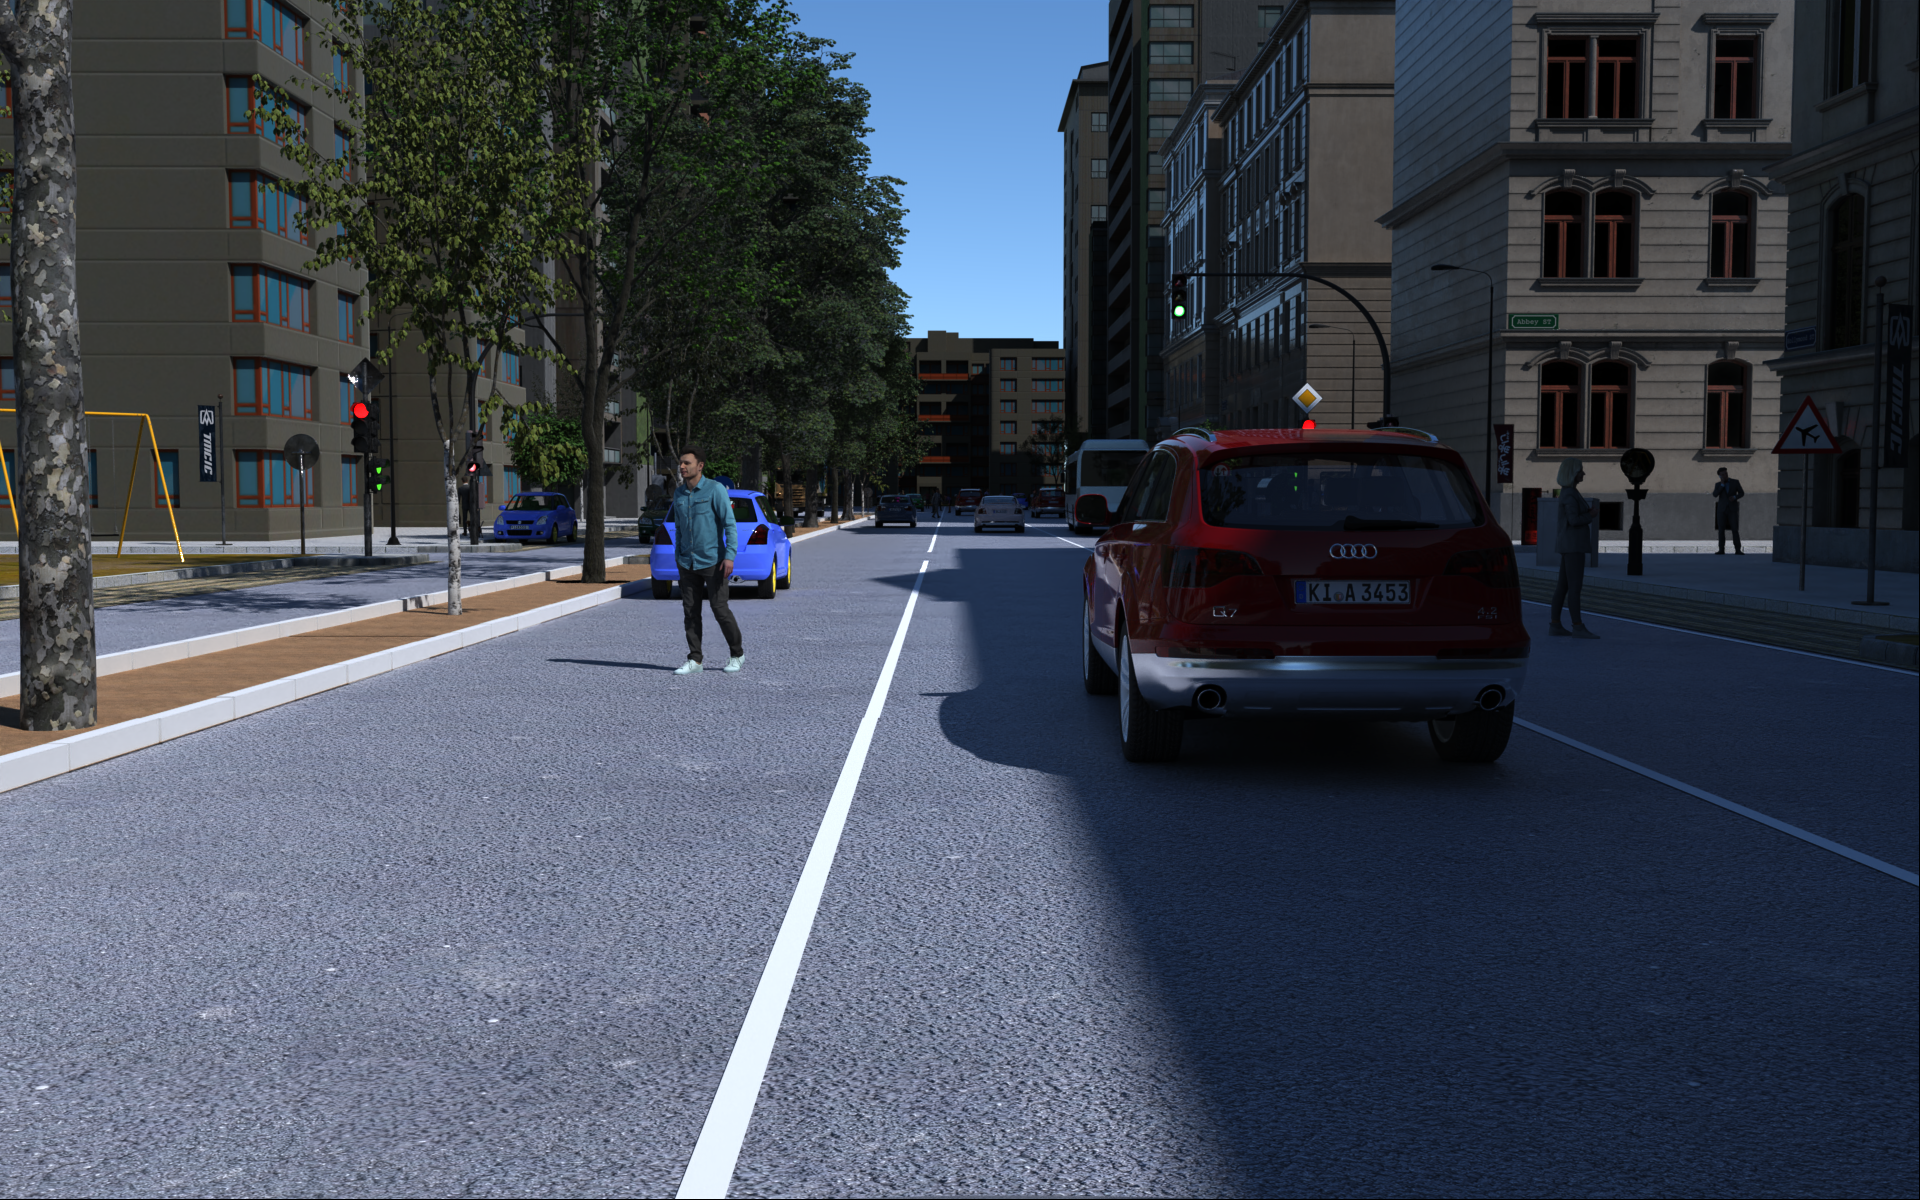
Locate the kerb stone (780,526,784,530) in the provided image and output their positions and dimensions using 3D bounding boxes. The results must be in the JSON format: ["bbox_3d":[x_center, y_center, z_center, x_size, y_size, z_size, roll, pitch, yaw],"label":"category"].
[{"bbox_3d":[-7.110,-2.951,70.476,0.120,0.150,1.000,0,4,0],"label":"kerb stone"}]

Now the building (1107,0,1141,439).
[{"bbox_3d":[24.013,-31.927,145.705,21.300,48.544,21.600,0,4,0],"label":"building"}]

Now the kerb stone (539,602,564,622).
[{"bbox_3d":[-4.702,0.155,19.669,0.120,0.150,1.000,0,4,0],"label":"kerb stone"}]

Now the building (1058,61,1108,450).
[{"bbox_3d":[26.885,-38.516,218.969,27.495,52.752,28.713,0,4,0],"label":"building"}]

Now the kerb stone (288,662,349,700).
[{"bbox_3d":[-4.666,0.593,12.506,0.120,0.150,1.000,0,4,0],"label":"kerb stone"}]

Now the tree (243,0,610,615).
[{"bbox_3d":[-5.920,-4.106,19.949,4.737,8.622,4.395,0,3,0],"label":"tree"}]

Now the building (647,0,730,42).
[{"bbox_3d":[-29.257,-29.231,132.546,22.147,44.769,28.867,0,4,0],"label":"building"}]

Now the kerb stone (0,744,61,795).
[{"bbox_3d":[-4.636,0.844,8.398,0.120,0.150,1.000,0,4,0],"label":"kerb stone"}]

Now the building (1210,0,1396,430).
[{"bbox_3d":[20.379,-17.655,85.928,12.463,27.353,25.104,0,4,0],"label":"building"}]

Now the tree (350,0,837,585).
[{"bbox_3d":[-5.754,-6.059,27.277,9.928,11.665,9.643,0,3,0],"label":"tree"}]

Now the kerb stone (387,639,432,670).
[{"bbox_3d":[-4.669,0.467,14.558,0.120,0.150,1.000,0,4,0],"label":"kerb stone"}]

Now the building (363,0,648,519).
[{"bbox_3d":[-24.230,-24.830,89.567,14.154,41.232,14.086,0,4,0],"label":"building"}]

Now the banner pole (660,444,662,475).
[{"bbox_3d":[-14.758,-5.835,85.427,0.401,3.779,0.863,-1,4,-12],"label":"banner pole"}]

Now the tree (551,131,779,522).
[{"bbox_3d":[-5.632,-5.002,34.600,4.360,8.622,3.978,0,3,0],"label":"tree"}]

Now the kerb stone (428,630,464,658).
[{"bbox_3d":[-4.686,0.410,15.582,0.120,0.150,1.000,0,4,0],"label":"kerb stone"}]

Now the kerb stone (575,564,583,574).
[{"bbox_3d":[-6.870,-0.537,30.977,0.120,0.150,1.000,0,4,0],"label":"kerb stone"}]

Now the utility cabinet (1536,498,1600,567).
[{"bbox_3d":[10.758,-1.192,30.656,1.020,1.237,0.306,3,5,43],"label":"utility cabinet"}]

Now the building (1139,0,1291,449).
[{"bbox_3d":[20.133,-27.187,128.096,14.154,41.232,14.086,0,4,0],"label":"building"}]

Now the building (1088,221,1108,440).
[{"bbox_3d":[20.554,-25.269,184.844,14.160,30.474,14.107,0,4,0],"label":"building"}]

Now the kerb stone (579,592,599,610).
[{"bbox_3d":[-4.718,0.032,21.727,0.120,0.150,1.000,0,4,0],"label":"kerb stone"}]

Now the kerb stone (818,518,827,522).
[{"bbox_3d":[-7.225,-4.207,90.988,0.120,0.150,1.000,0,4,0],"label":"kerb stone"}]

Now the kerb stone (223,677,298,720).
[{"bbox_3d":[-4.656,0.656,11.475,0.120,0.150,1.000,0,4,0],"label":"kerb stone"}]

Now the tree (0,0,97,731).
[{"bbox_3d":[-6.733,-9.326,10.835,12.611,20.169,13.585,0,3,0],"label":"tree"}]

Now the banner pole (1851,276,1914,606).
[{"bbox_3d":[10.763,-1.839,20.088,0.863,3.779,0.401,-2,4,-29],"label":"banner pole"}]

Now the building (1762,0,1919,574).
[{"bbox_3d":[20.638,-11.993,15.178,14.460,24.649,34.723,0,4,0],"label":"building"}]

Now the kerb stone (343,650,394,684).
[{"bbox_3d":[-4.666,0.530,13.537,0.120,0.150,1.000,0,4,0],"label":"kerb stone"}]

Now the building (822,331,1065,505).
[{"bbox_3d":[-2.029,-22.919,219.758,28.899,21.520,27.650,0,4,0],"label":"building"}]

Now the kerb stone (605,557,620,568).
[{"bbox_3d":[-6.885,-0.725,34.047,0.120,0.150,1.000,0,4,0],"label":"kerb stone"}]

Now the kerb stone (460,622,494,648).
[{"bbox_3d":[-4.684,0.346,16.603,0.120,0.150,1.000,0,4,0],"label":"kerb stone"}]

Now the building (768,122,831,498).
[{"bbox_3d":[-27.257,-36.178,215.212,21.600,48.544,21.300,0,4,0],"label":"building"}]

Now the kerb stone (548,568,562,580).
[{"bbox_3d":[-6.858,-0.411,28.921,0.120,0.150,1.000,0,4,0],"label":"kerb stone"}]

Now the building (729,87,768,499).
[{"bbox_3d":[-24.962,-28.800,154.474,14.154,41.232,14.086,0,4,0],"label":"building"}]

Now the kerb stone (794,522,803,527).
[{"bbox_3d":[-7.141,-3.322,76.628,0.120,0.150,1.000,0,4,0],"label":"kerb stone"}]

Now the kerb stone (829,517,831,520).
[{"bbox_3d":[-7.247,-4.395,94.054,0.120,0.150,1.000,0,4,0],"label":"kerb stone"}]

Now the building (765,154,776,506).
[{"bbox_3d":[-32.760,-32.155,180.363,28.867,44.769,22.147,0,4,0],"label":"building"}]

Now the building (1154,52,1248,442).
[{"bbox_3d":[20.140,-19.734,108.553,13.634,28.700,20.117,0,4,0],"label":"building"}]

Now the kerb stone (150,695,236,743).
[{"bbox_3d":[-4.651,0.723,10.451,0.120,0.150,1.000,0,4,0],"label":"kerb stone"}]

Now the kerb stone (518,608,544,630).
[{"bbox_3d":[-4.690,0.220,18.647,0.120,0.150,1.000,0,4,0],"label":"kerb stone"}]

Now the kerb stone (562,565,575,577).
[{"bbox_3d":[-6.870,-0.475,29.955,0.120,0.150,1.000,0,4,0],"label":"kerb stone"}]

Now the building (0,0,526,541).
[{"bbox_3d":[-32.662,-13.189,60.681,27.650,21.520,28.899,0,4,0],"label":"building"}]

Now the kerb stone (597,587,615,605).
[{"bbox_3d":[-4.717,-0.034,22.748,0.120,0.150,1.000,0,4,0],"label":"kerb stone"}]

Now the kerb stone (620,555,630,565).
[{"bbox_3d":[-6.893,-0.788,35.074,0.120,0.150,1.000,0,4,0],"label":"kerb stone"}]

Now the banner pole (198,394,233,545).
[{"bbox_3d":[-18.597,-3.251,43.172,0.401,3.779,0.863,2,4,32],"label":"banner pole"}]

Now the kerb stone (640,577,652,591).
[{"bbox_3d":[-4.742,-0.220,25.817,0.120,0.150,1.000,0,4,0],"label":"kerb stone"}]

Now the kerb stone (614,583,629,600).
[{"bbox_3d":[-4.727,-0.097,23.773,0.120,0.150,1.000,0,4,0],"label":"kerb stone"}]

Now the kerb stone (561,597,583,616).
[{"bbox_3d":[-4.710,0.094,20.705,0.120,0.150,1.000,0,4,0],"label":"kerb stone"}]

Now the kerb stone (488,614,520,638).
[{"bbox_3d":[-4.692,0.280,17.625,0.120,0.150,1.000,0,4,0],"label":"kerb stone"}]

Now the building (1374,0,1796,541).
[{"bbox_3d":[25.977,-16.256,53.178,23.554,28.519,14.401,0,4,0],"label":"building"}]

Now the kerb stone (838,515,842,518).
[{"bbox_3d":[-7.326,-5.210,107.372,0.120,0.150,1.000,0,4,0],"label":"kerb stone"}]

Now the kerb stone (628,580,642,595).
[{"bbox_3d":[-4.737,-0.159,24.795,0.120,0.150,1.000,0,4,0],"label":"kerb stone"}]

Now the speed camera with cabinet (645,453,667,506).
[{"bbox_3d":[-14.418,-5.369,82.119,0.660,3.252,2.038,0,4,4],"label":"speed camera with cabinet"}]

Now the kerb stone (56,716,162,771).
[{"bbox_3d":[-4.646,0.782,9.420,0.120,0.150,1.000,0,4,0],"label":"kerb stone"}]

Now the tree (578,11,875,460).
[{"bbox_3d":[-5.783,-8.433,46.988,9.857,13.997,8.962,0,3,0],"label":"tree"}]

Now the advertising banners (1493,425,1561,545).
[{"bbox_3d":[14.314,-2.878,43.242,2.074,3.025,0.090,0,4,-1],"label":"advertising banners"}]
